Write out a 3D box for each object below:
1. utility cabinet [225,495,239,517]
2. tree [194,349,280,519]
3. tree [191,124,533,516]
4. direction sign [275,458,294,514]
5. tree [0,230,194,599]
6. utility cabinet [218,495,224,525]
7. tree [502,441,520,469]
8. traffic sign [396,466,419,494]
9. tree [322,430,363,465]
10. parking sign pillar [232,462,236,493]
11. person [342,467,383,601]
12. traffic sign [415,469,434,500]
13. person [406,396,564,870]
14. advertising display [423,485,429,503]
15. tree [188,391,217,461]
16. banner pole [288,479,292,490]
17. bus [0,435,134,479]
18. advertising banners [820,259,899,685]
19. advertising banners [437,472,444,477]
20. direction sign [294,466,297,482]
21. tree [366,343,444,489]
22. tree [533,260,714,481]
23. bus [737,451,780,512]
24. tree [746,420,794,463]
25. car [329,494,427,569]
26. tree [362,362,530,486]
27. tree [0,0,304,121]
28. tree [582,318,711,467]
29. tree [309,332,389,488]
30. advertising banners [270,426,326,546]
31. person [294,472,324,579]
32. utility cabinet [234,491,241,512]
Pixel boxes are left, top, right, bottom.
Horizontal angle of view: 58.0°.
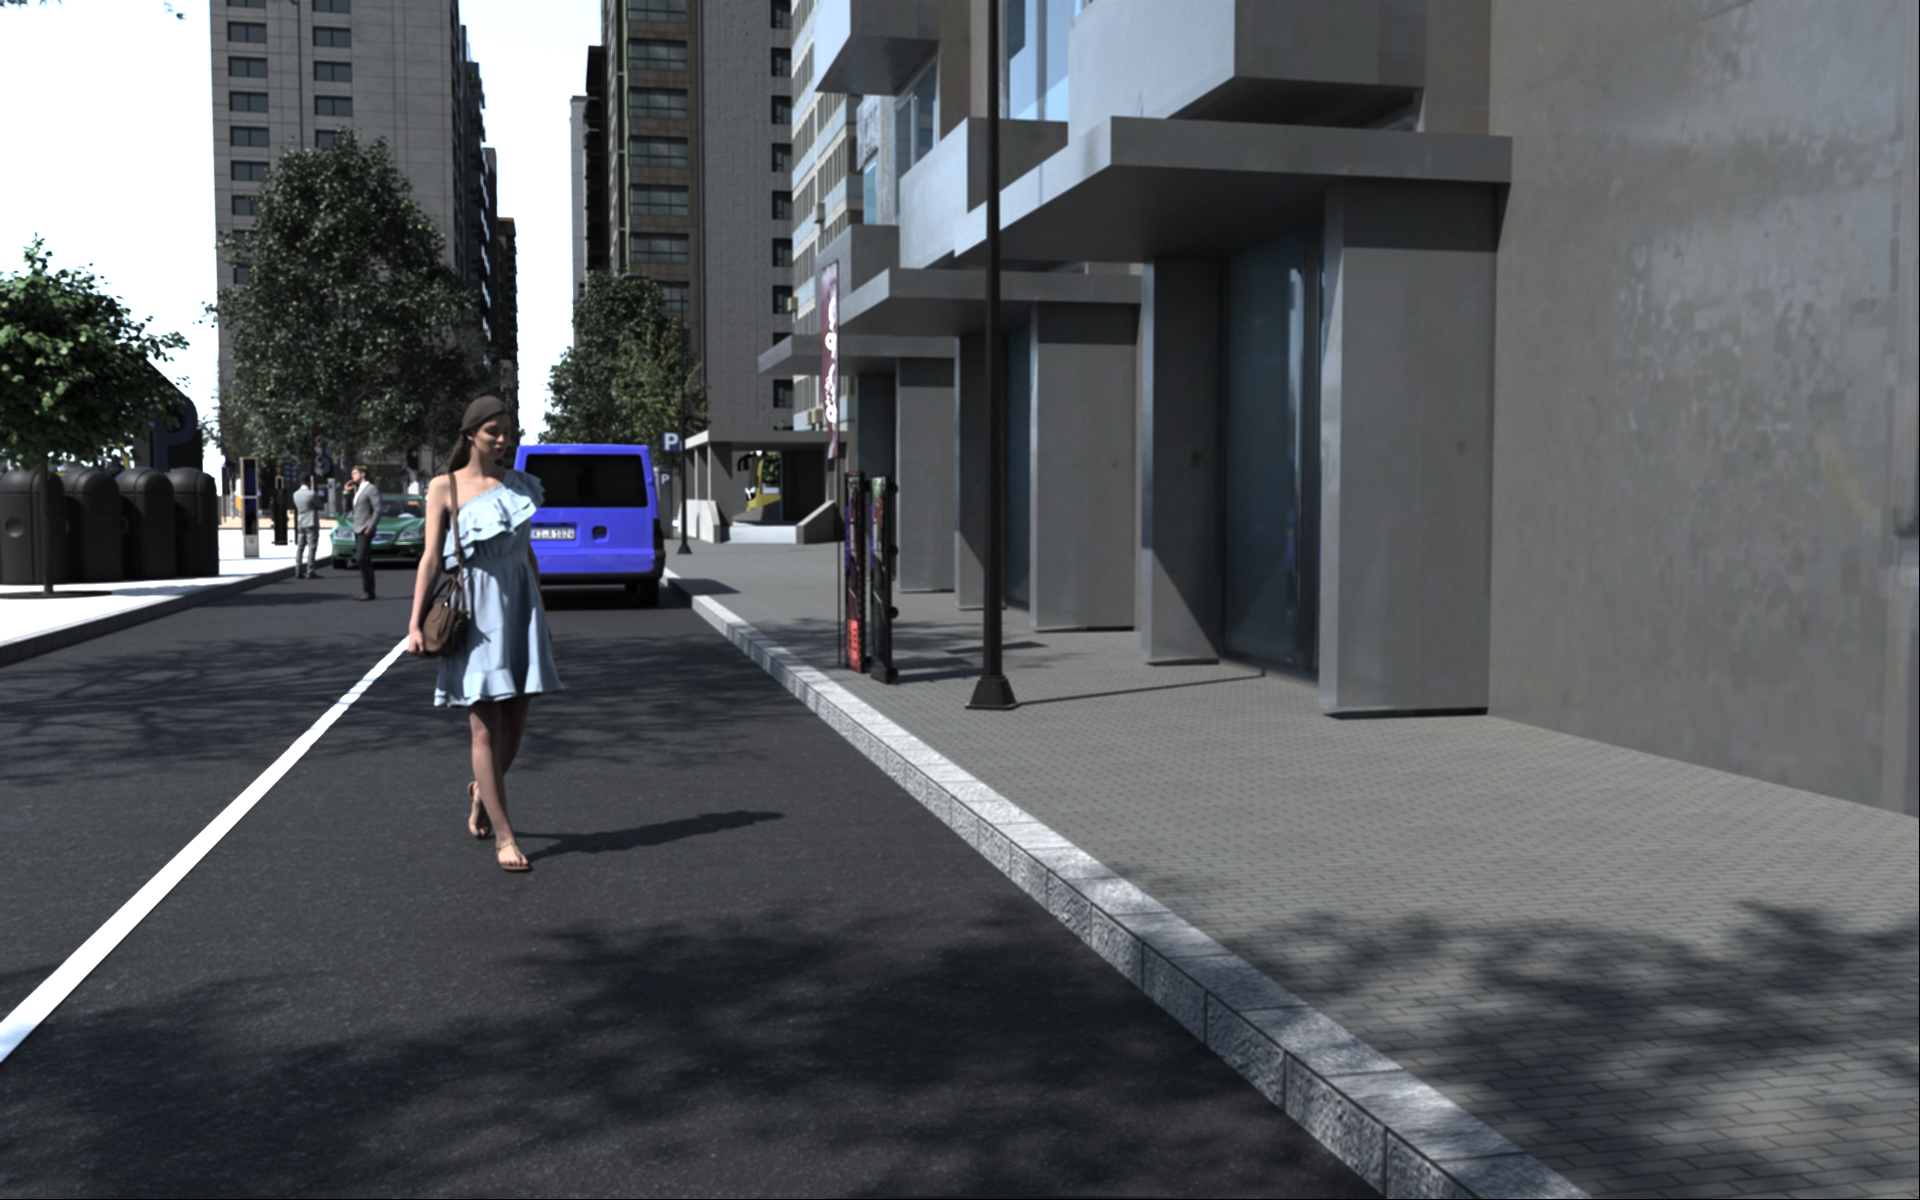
[{"bbox_3d":[-41.164,-5.284,97.548,1.020,1.237,0.306,-2,4,-26],"label":"utility cabinet"},{"bbox_3d":[-36.879,-8.388,87.505,4.360,8.622,3.978,0,3,0],"label":"tree"},{"bbox_3d":[-19.171,-8.392,54.220,9.611,12.733,9.660,0,3,0],"label":"tree"},{"bbox_3d":[-42.248,-7.097,108.032,0.876,3.537,0.379,-1,4,-9],"label":"direction sign"},{"bbox_3d":[-11.550,-2.323,21.695,4.285,4.588,4.351,0,3,0],"label":"tree"},{"bbox_3d":[-31.107,-3.702,71.686,0.306,1.237,1.020,2,4,35],"label":"utility cabinet"},{"bbox_3d":[-54.335,-15.835,209.264,4.360,8.622,3.978,0,3,0],"label":"tree"},{"bbox_3d":[-19.532,-3.523,61.238,0.795,2.450,0.064,-1,4,-13],"label":"traffic sign"},{"bbox_3d":[-42.277,-11.635,124.651,8.767,10.594,7.601,-1,4,-11],"label":"tree"},{"bbox_3d":[-51.894,-8.280,123.850,1.447,3.967,1.447,2,4,33],"label":"parking sign pillar"},{"bbox_3d":[-8.079,-0.902,23.430,0.473,1.802,0.592,-2,4,-28],"label":"person"},{"bbox_3d":[-21.338,-3.998,69.017,0.795,2.450,0.064,-1,4,-13],"label":"traffic sign"},{"bbox_3d":[-1.888,0.110,6.803,0.616,1.811,0.778,-2,4,-32],"label":"person"},{"bbox_3d":[-27.945,-5.289,91.690,0.974,1.923,0.123,1,4,10],"label":"advertising display"},{"bbox_3d":[-53.680,-10.355,119.663,4.737,8.622,4.395,0,3,0],"label":"tree"},{"bbox_3d":[-49.898,-8.500,128.992,0.401,3.779,0.863,0,4,-2],"label":"banner pole"},{"bbox_3d":[-35.395,-4.306,61.949,12.252,3.916,2.896,-1,4,-13],"label":"bus"},{"bbox_3d":[-0.754,-0.996,12.470,0.090,3.025,2.074,-1,4,-17],"label":"advertising banners"},{"bbox_3d":[-40.517,-8.667,137.898,2.074,3.025,0.090,0,4,-7],"label":"advertising banners"},{"bbox_3d":[-43.731,-7.413,113.198,0.876,3.537,0.379,1,4,16],"label":"direction sign"},{"bbox_3d":[-26.234,-8.108,82.932,4.360,8.622,3.978,0,3,0],"label":"tree"},{"bbox_3d":[-16.449,-10.272,84.947,9.611,12.733,9.660,0,3,0],"label":"tree"},{"bbox_3d":[-2.598,-4.741,69.055,12.252,3.916,2.896,-1,4,-12],"label":"bus"},{"bbox_3d":[-7.808,-5.693,76.797,4.285,4.588,4.351,0,3,0],"label":"tree"},{"bbox_3d":[-11.492,-1.411,34.869,2.131,1.459,4.920,-1,4,-13],"label":"car"},{"bbox_3d":[-32.760,-10.941,113.303,8.767,10.594,7.601,1,4,18],"label":"tree"},{"bbox_3d":[-8.672,-6.031,8.972,12.009,13.543,11.850,0,3,0],"label":"tree"},{"bbox_3d":[-12.981,-7.543,73.689,4.737,8.622,4.395,0,3,0],"label":"tree"},{"bbox_3d":[-25.469,-7.441,72.019,4.737,8.622,4.395,0,3,0],"label":"tree"},{"bbox_3d":[-16.692,-2.910,43.773,0.090,3.025,2.074,1,4,19],"label":"advertising banners"},{"bbox_3d":[-11.047,-1.270,29.442,0.511,1.800,0.466,1,4,11],"label":"person"},{"bbox_3d":[-49.370,-6.756,119.140,1.173,1.500,0.318,1,4,20],"label":"utility cabinet"}]
